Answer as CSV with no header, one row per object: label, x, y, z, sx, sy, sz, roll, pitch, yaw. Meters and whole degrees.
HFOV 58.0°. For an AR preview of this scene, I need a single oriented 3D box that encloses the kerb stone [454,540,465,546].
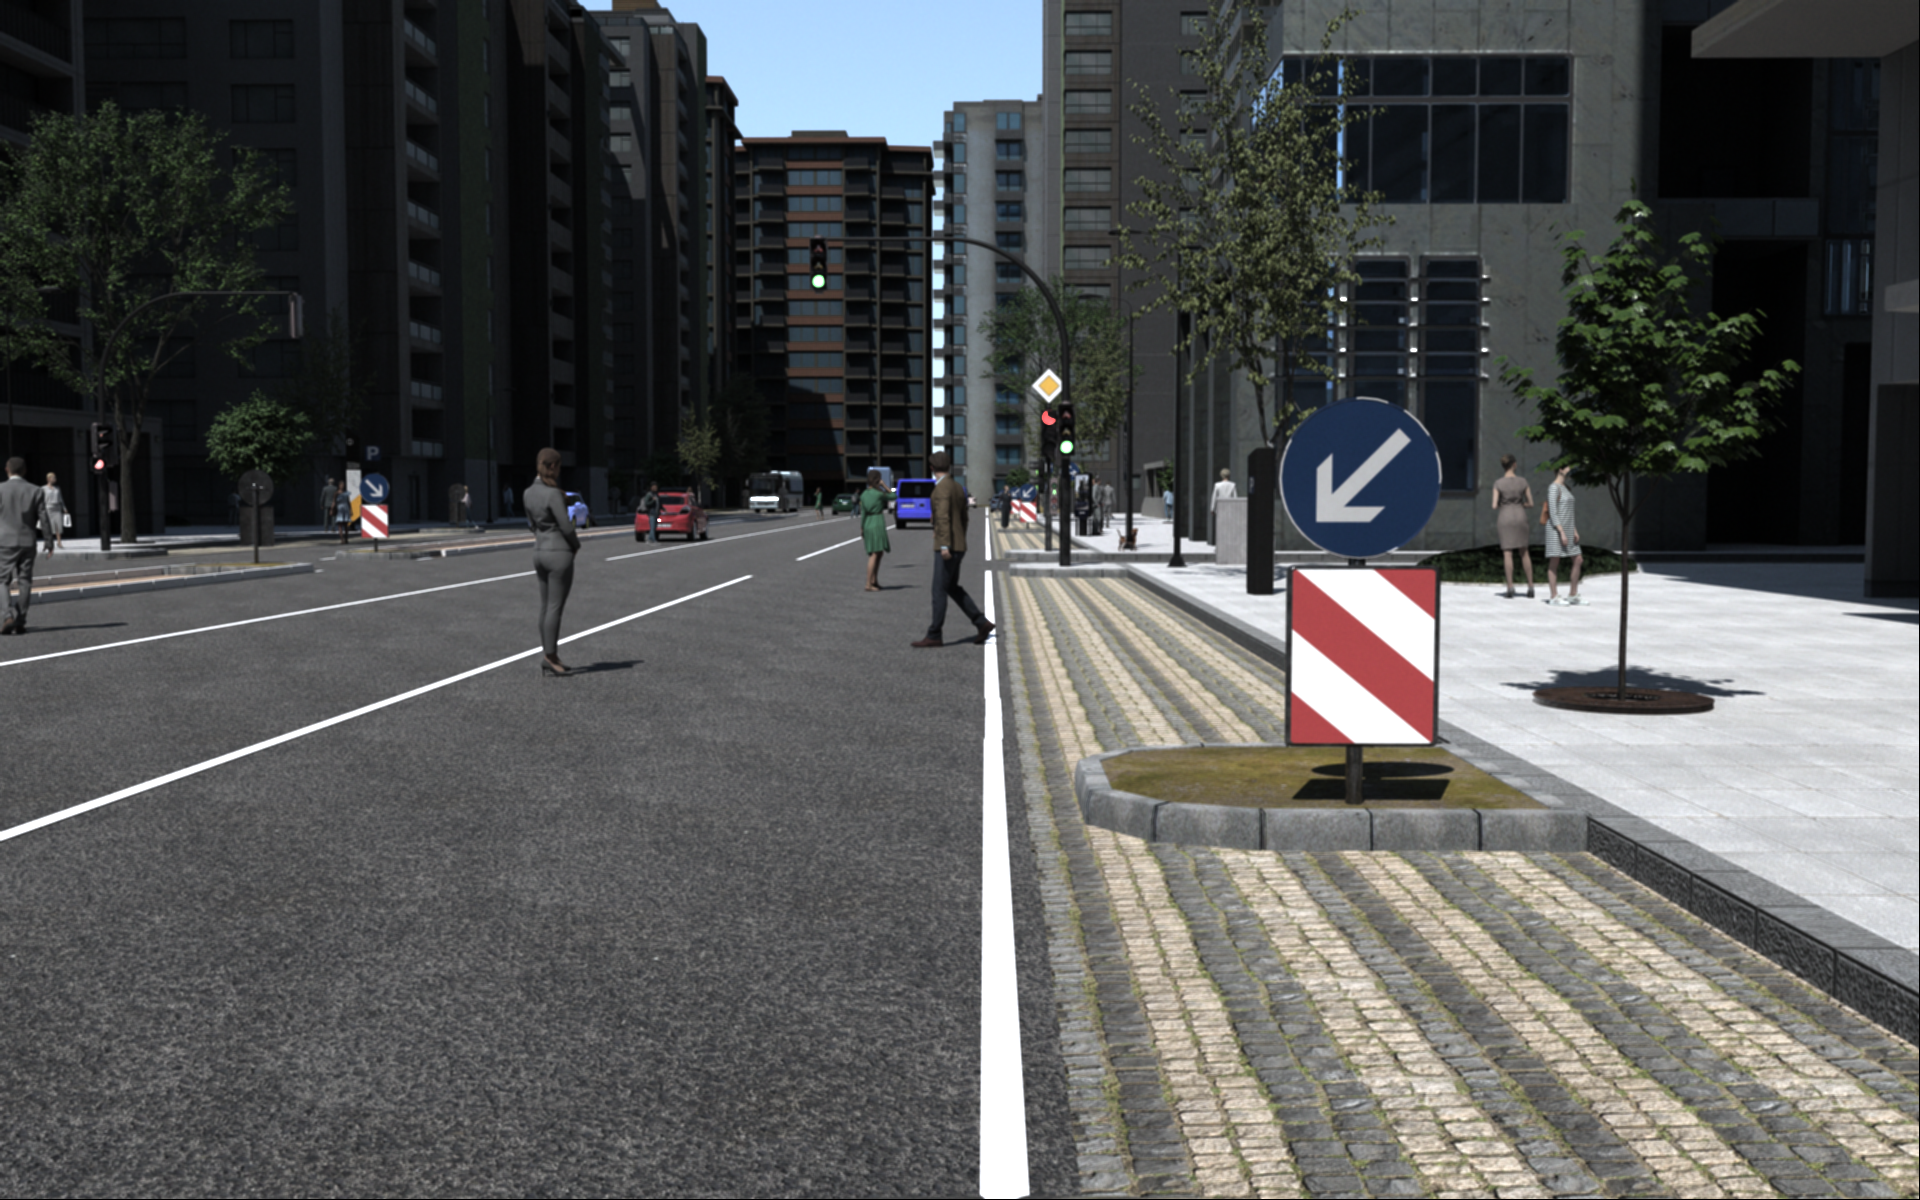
kerb stone,-13.799,-1.531,47.315,0.120,0.150,1.000,0,4,1

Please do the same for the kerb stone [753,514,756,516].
kerb stone,-12.887,-5.173,106.779,0.120,0.150,1.000,0,4,1

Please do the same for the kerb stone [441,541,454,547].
kerb stone,-13.816,-1.474,46.292,0.120,0.150,1.000,0,4,1

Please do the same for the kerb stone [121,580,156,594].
kerb stone,-12.035,-0.177,25.191,0.120,0.150,1.000,0,4,1

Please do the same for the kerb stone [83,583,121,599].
kerb stone,-12.049,-0.114,24.169,0.120,0.150,1.000,0,4,1

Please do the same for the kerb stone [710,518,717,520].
kerb stone,-13.119,-4.232,91.389,0.120,0.150,1.000,0,4,1

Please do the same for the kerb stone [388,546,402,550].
kerb stone,-13.880,-1.222,42.183,0.120,0.150,1.000,0,4,1

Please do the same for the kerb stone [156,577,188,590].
kerb stone,-12.020,-0.243,26.217,0.120,0.150,1.000,0,4,1

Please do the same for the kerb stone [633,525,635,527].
kerb stone,-13.440,-2.978,70.887,0.120,0.150,1.000,0,4,1

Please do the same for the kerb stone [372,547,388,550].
kerb stone,-13.890,-1.160,41.154,0.120,0.150,1.000,0,4,1

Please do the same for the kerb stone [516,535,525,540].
kerb stone,-13.707,-1.912,53.461,0.120,0.150,1.000,0,4,1

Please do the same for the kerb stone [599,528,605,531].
kerb stone,-13.530,-2.601,64.728,0.120,0.150,1.000,0,4,1

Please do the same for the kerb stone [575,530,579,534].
kerb stone,-13.592,-2.349,60.623,0.120,0.150,1.000,0,4,1

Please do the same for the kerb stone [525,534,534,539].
kerb stone,-13.683,-1.975,54.483,0.120,0.150,1.000,0,4,1

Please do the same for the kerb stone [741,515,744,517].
kerb stone,-12.971,-4.859,101.654,0.120,0.150,1.000,0,4,1

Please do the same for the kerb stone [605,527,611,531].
kerb stone,-13.522,-2.661,65.750,0.120,0.150,1.000,0,4,1

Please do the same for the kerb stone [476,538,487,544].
kerb stone,-13.768,-1.654,49.369,0.120,0.150,1.000,0,4,1

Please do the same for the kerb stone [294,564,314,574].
kerb stone,-11.948,-0.559,31.329,0.120,0.150,1.000,0,4,1

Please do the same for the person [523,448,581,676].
person,-3.159,-0.301,13.695,0.520,1.790,0.573,2,4,30

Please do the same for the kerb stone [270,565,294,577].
kerb stone,-11.962,-0.495,30.305,0.120,0.150,1.000,0,4,1

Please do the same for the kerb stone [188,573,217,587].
kerb stone,-12.003,-0.302,27.239,0.120,0.150,1.000,0,4,1

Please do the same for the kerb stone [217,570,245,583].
kerb stone,-11.990,-0.367,28.261,0.120,0.150,1.000,0,4,1

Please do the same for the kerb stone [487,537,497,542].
kerb stone,-13.747,-1.724,50.390,0.120,0.150,1.000,0,4,1

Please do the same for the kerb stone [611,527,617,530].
kerb stone,-13.501,-2.727,66.776,0.120,0.150,1.000,0,4,1

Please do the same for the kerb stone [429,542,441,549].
kerb stone,-13.838,-1.411,45.261,0.120,0.150,1.000,0,4,1

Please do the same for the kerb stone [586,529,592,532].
kerb stone,-13.568,-2.476,62.677,0.120,0.150,1.000,0,4,1

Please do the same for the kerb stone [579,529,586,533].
kerb stone,-13.573,-2.412,61.645,0.120,0.150,1.000,0,4,1

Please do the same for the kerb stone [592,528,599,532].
kerb stone,-13.546,-2.539,63.706,0.120,0.150,1.000,0,4,1

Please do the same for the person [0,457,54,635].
person,-9.767,-0.566,17.878,0.709,1.813,0.853,-3,4,-39

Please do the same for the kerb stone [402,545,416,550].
kerb stone,-13.864,-1.286,43.217,0.120,0.150,1.000,0,4,1

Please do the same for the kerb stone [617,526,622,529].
kerb stone,-13.491,-2.787,67.800,0.120,0.150,1.000,0,4,1

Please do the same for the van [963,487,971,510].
van,-0.260,-9.027,151.979,2.240,2.365,5.245,0,4,3

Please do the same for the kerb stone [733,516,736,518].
kerb stone,-13.016,-4.672,98.581,0.120,0.150,1.000,0,4,1

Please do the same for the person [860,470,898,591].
person,-1.283,-1.038,25.726,0.600,1.795,0.529,2,4,33

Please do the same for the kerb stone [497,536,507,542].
kerb stone,-13.734,-1.787,51.417,0.120,0.150,1.000,0,4,1

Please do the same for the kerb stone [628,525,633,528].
kerb stone,-13.453,-2.915,69.854,0.120,0.150,1.000,0,4,1

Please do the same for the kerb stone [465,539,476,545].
kerb stone,-13.787,-1.599,48.341,0.120,0.150,1.000,0,4,1

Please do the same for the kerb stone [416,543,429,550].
kerb stone,-13.849,-1.342,44.239,0.120,0.150,1.000,0,4,1

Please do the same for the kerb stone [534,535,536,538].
kerb stone,-13.670,-2.037,55.505,0.120,0.150,1.000,0,4,1

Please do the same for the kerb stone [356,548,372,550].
kerb stone,-13.909,-1.097,40.125,0.120,0.150,1.000,0,4,1

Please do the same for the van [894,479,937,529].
van,-1.664,-4.155,72.314,2.240,2.365,5.245,0,4,1

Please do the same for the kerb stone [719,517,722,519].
kerb stone,-13.100,-4.358,93.451,0.120,0.150,1.000,0,4,1

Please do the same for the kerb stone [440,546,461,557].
kerb stone,-11.815,-1.095,40.093,0.120,0.150,1.000,0,4,1

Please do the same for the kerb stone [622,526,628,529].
kerb stone,-13.468,-2.851,68.827,0.120,0.150,1.000,0,4,1

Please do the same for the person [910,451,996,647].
person,-0.079,-0.485,16.347,0.836,1.842,0.656,-1,4,-14

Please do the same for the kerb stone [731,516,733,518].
kerb stone,-13.032,-4.608,97.544,0.120,0.150,1.000,0,4,1

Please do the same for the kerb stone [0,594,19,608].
kerb stone,-12.082,0.006,22.105,0.120,0.150,1.000,0,4,1

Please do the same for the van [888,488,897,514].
van,-4.460,-7.414,128.223,2.013,2.044,4.112,0,4,0

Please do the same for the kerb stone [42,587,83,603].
kerb stone,-12.067,-0.053,23.138,0.120,0.150,1.000,0,4,1

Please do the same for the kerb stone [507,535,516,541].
kerb stone,-13.721,-1.848,52.439,0.120,0.150,1.000,0,4,1

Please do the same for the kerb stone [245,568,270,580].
kerb stone,-11.972,-0.433,29.283,0.120,0.150,1.000,0,4,1
